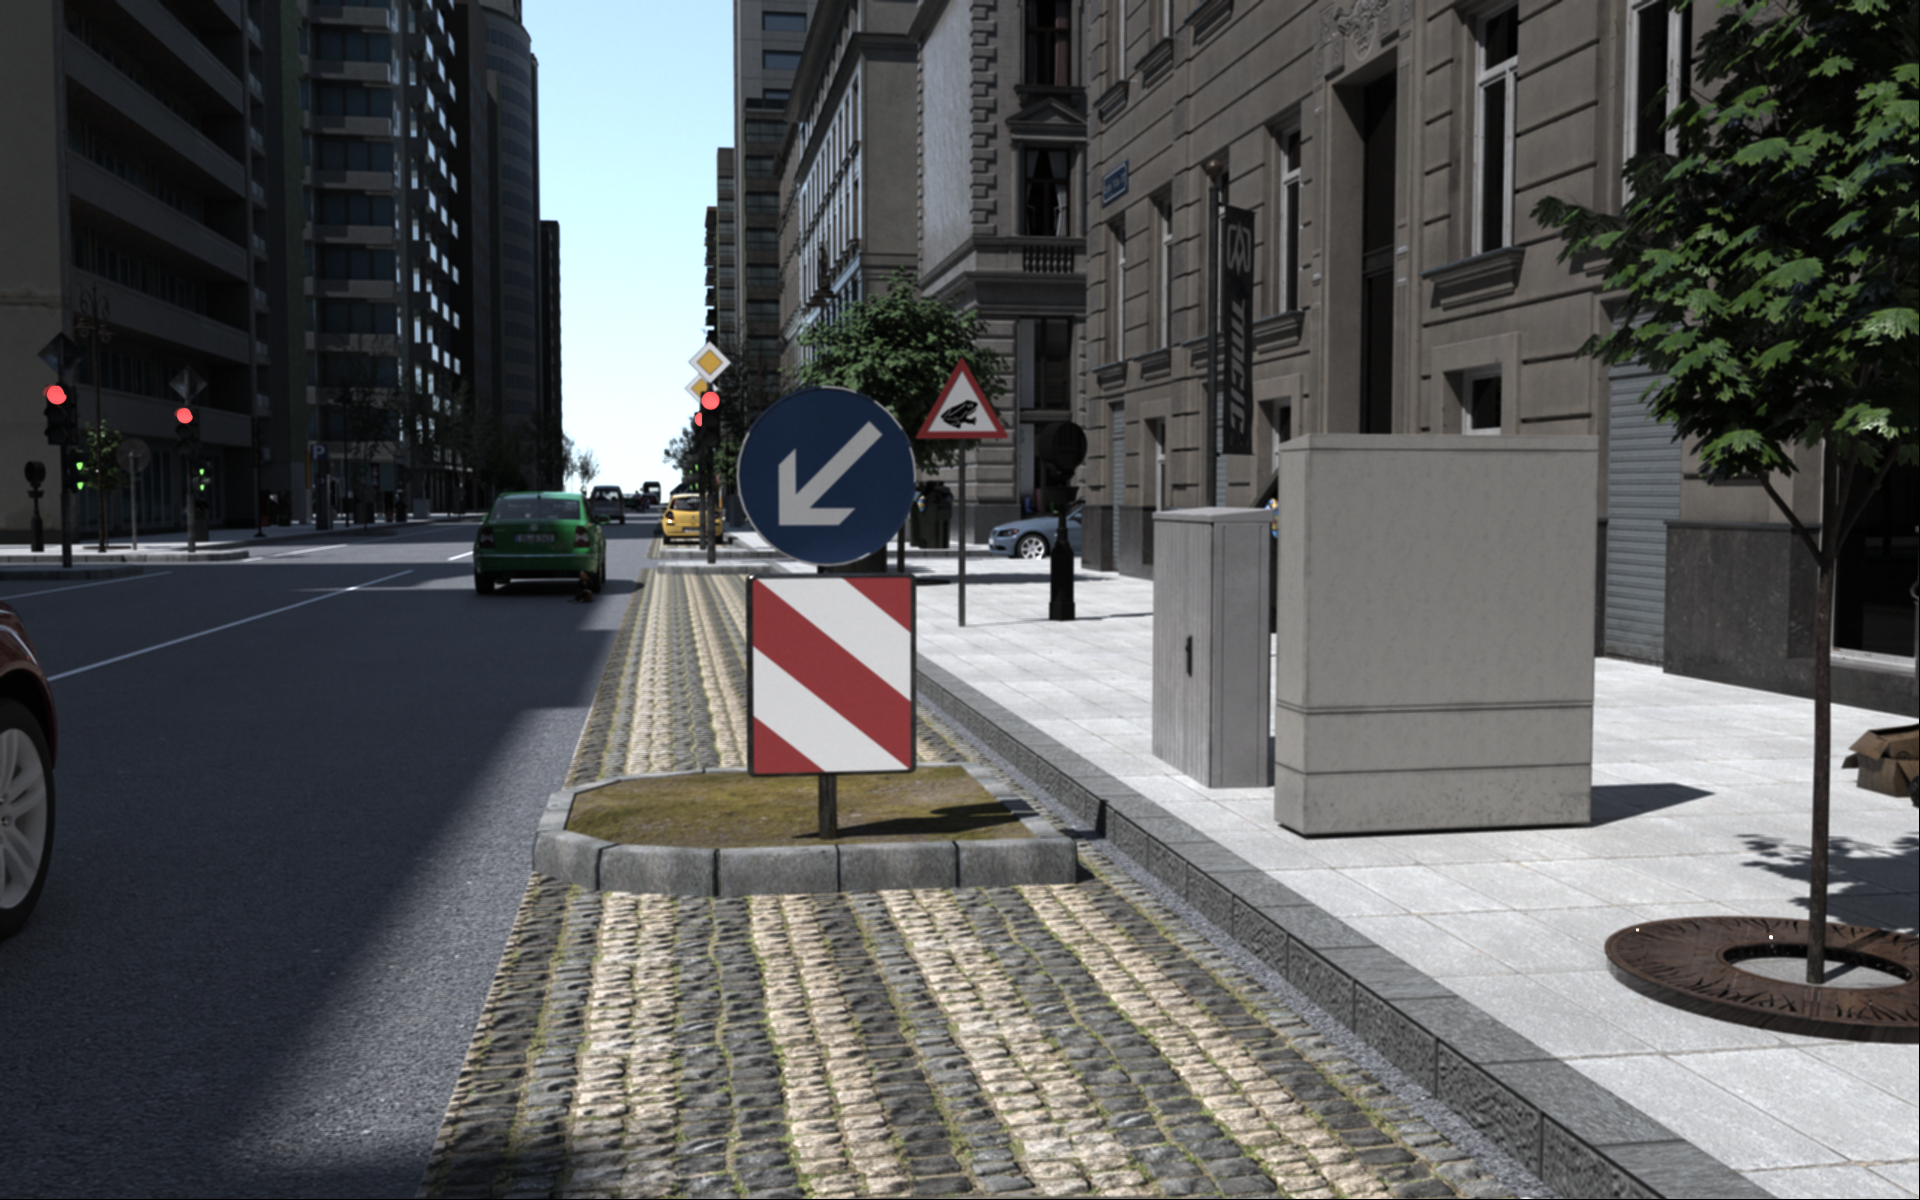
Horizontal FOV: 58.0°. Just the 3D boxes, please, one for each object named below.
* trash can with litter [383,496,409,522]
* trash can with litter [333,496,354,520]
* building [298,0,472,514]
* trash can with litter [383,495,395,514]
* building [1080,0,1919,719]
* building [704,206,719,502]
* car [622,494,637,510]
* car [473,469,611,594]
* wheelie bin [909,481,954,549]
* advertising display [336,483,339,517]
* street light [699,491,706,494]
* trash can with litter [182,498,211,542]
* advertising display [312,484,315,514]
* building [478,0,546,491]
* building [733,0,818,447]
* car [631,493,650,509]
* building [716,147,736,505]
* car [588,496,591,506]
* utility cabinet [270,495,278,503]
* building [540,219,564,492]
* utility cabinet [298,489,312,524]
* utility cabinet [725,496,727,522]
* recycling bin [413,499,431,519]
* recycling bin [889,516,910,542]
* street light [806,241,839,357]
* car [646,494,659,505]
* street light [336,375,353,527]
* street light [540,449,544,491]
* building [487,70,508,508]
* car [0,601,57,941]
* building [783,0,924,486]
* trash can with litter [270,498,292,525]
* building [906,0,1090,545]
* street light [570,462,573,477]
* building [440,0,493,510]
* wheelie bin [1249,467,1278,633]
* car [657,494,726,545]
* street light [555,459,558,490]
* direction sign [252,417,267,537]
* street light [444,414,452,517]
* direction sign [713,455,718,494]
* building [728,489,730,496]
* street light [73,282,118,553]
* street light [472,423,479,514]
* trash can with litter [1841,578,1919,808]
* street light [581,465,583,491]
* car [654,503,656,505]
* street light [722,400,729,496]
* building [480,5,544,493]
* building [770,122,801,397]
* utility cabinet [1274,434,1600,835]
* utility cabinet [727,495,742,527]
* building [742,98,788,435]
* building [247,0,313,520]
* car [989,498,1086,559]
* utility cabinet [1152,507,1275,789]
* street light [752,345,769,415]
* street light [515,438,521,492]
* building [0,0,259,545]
[{"bbox_3d":[-25.847,-4.156,79.331,1.055,1.170,0.624,-3,4,-36],"label":"trash can with litter"},{"bbox_3d":[-30.410,-4.520,84.954,2.233,1.210,1.678,-2,4,-27],"label":"trash can with litter"},{"bbox_3d":[-48.524,-30.857,124.122,23.786,49.044,30.456,-1,4,-10],"label":"building"},{"bbox_3d":[-36.218,-6.041,109.829,2.233,1.210,1.678,-2,4,-24],"label":"trash can with litter"},{"bbox_3d":[9.666,-13.507,18.096,12.463,27.353,25.104,-1,4,-10],"label":"building"},{"bbox_3d":[-26.910,-36.978,259.218,22.147,44.769,28.867,-1,4,-10],"label":"building"},{"bbox_3d":[-30.031,-9.042,156.638,1.959,1.807,4.718,-1,4,-10],"label":"car"},{"bbox_3d":[-6.336,-1.076,26.394,1.959,1.807,4.718,-1,4,-10],"label":"car"},{"bbox_3d":[-0.554,-1.997,40.557,0.693,1.594,0.980,3,4,36],"label":"wheelie bin"},{"bbox_3d":[-35.275,-5.654,97.654,0.123,1.923,0.974,-3,5,-42],"label":"advertising display"},{"bbox_3d":[-19.058,-9.579,129.403,0.468,5.910,1.993,-1,4,-10],"label":"street light"},{"bbox_3d":[-20.463,-2.146,46.479,0.624,1.170,1.055,-1,4,-17],"label":"trash can with litter"},{"bbox_3d":[-41.063,-6.399,109.834,0.123,1.923,0.974,0,4,-4],"label":"advertising display"},{"bbox_3d":[-66.660,-48.517,231.508,20.563,71.187,20.611,-1,4,-10],"label":"building"},{"bbox_3d":[-9.266,-37.318,152.150,21.231,58.520,28.212,-1,4,-10],"label":"building"},{"bbox_3d":[-31.141,-9.729,168.656,1.945,1.707,3.694,0,4,-8],"label":"car"},{"bbox_3d":[-22.036,-32.072,207.973,14.154,41.232,14.086,-1,4,-10],"label":"building"},{"bbox_3d":[-35.790,-9.831,170.954,2.015,1.641,3.980,-1,4,-9],"label":"car"},{"bbox_3d":[-31.249,-4.094,78.102,1.020,1.237,0.306,1,4,22],"label":"utility cabinet"},{"bbox_3d":[-65.210,-34.679,250.589,14.154,41.232,14.086,-1,4,-10],"label":"building"},{"bbox_3d":[-27.587,-3.929,72.915,0.318,1.500,1.173,-1,4,-10],"label":"utility cabinet"},{"bbox_3d":[-10.788,-4.254,80.707,0.306,1.237,1.020,0,4,-4],"label":"utility cabinet"},{"bbox_3d":[-27.524,-4.649,88.562,0.722,1.027,0.722,0,4,-3],"label":"recycling bin"},{"bbox_3d":[-1.695,-2.077,46.517,0.722,1.027,0.722,2,4,23],"label":"recycling bin"},{"bbox_3d":[-2.525,-3.612,31.840,0.468,5.910,1.993,-1,4,-10],"label":"street light"},{"bbox_3d":[-40.718,-13.397,228.082,2.155,1.783,4.494,0,4,-8],"label":"car"},{"bbox_3d":[-23.912,-5.788,67.418,0.468,5.910,1.993,-1,4,-10],"label":"street light"},{"bbox_3d":[-41.916,-12.303,173.948,0.468,5.910,1.993,-1,4,-10],"label":"street light"},{"bbox_3d":[-50.187,-29.205,161.093,14.154,41.232,14.086,-1,4,-10],"label":"building"},{"bbox_3d":[-3.820,0.298,3.808,2.281,1.827,5.304,0,4,-8],"label":"car"},{"bbox_3d":[1.290,-14.875,76.491,16.112,22.955,30.059,-1,4,-10],"label":"building"},{"bbox_3d":[-28.477,-3.724,72.279,1.055,1.170,0.624,-2,4,-31],"label":"trash can with litter"},{"bbox_3d":[8.685,-13.496,49.540,19.941,23.489,11.050,-1,4,-10],"label":"building"},{"bbox_3d":[-50.392,-15.416,224.841,0.468,5.910,1.993,-1,4,-10],"label":"street light"},{"bbox_3d":[-47.750,-30.389,146.965,14.600,45.320,14.200,-1,4,-10],"label":"building"},{"bbox_3d":[3.041,-0.509,16.224,0.693,1.594,0.980,0,4,5],"label":"wheelie bin"},{"bbox_3d":[-7.769,-2.446,50.222,2.015,1.641,3.980,-1,4,-10],"label":"car"},{"bbox_3d":[-45.497,-13.607,195.267,0.468,5.910,1.993,-1,4,-10],"label":"street light"},{"bbox_3d":[-20.831,-3.636,51.452,0.379,3.537,0.876,0,4,-5],"label":"direction sign"},{"bbox_3d":[-28.970,-7.658,97.998,0.468,5.910,1.993,-1,4,-10],"label":"street light"},{"bbox_3d":[-13.559,-6.345,95.742,0.379,3.537,0.876,-3,4,-37],"label":"direction sign"},{"bbox_3d":[-13.401,-45.190,177.104,20.563,71.187,20.611,-1,4,-10],"label":"building"},{"bbox_3d":[-18.845,-3.981,37.873,0.468,5.910,1.993,-1,4,-10],"label":"street light"},{"bbox_3d":[-31.629,-8.593,113.283,0.468,5.910,1.993,-1,4,-10],"label":"street light"},{"bbox_3d":[4.056,0.260,7.141,0.624,1.170,1.055,0,4,-7],"label":"trash can with litter"},{"bbox_3d":[-55.535,-17.243,254.701,0.468,5.910,1.993,-1,4,-10],"label":"street light"},{"bbox_3d":[-41.941,-13.578,234.006,2.014,1.417,4.499,-1,4,-9],"label":"car"},{"bbox_3d":[-11.316,-6.813,84.180,0.468,5.910,1.993,-1,4,-10],"label":"street light"},{"bbox_3d":[-62.084,-40.731,207.955,21.231,58.520,28.212,-1,4,-10],"label":"building"},{"bbox_3d":[-4.347,-18.730,103.497,12.463,27.353,25.104,-1,4,-10],"label":"building"},{"bbox_3d":[1.816,0.125,6.639,1.173,1.500,0.318,-1,4,-11],"label":"utility cabinet"},{"bbox_3d":[-8.714,-3.433,67.295,0.306,1.237,1.020,-1,4,-19],"label":"utility cabinet"},{"bbox_3d":[-9.366,-21.963,130.793,14.160,30.474,14.107,-1,4,-10],"label":"building"},{"bbox_3d":[-39.801,-24.362,81.919,14.154,41.232,14.086,-1,4,-10],"label":"building"},{"bbox_3d":[2.842,-1.488,36.336,4.499,1.417,2.014,0,4,-8],"label":"car"},{"bbox_3d":[1.144,0.192,8.021,0.306,1.237,1.020,0,4,-8],"label":"utility cabinet"},{"bbox_3d":[-6.212,-4.964,53.949,0.468,5.910,1.993,-1,4,-10],"label":"street light"},{"bbox_3d":[-36.782,-10.478,144.110,0.468,5.910,1.993,-1,4,-10],"label":"street light"},{"bbox_3d":[-34.855,-26.136,51.028,21.300,48.544,21.600,-1,4,-10],"label":"building"}]
